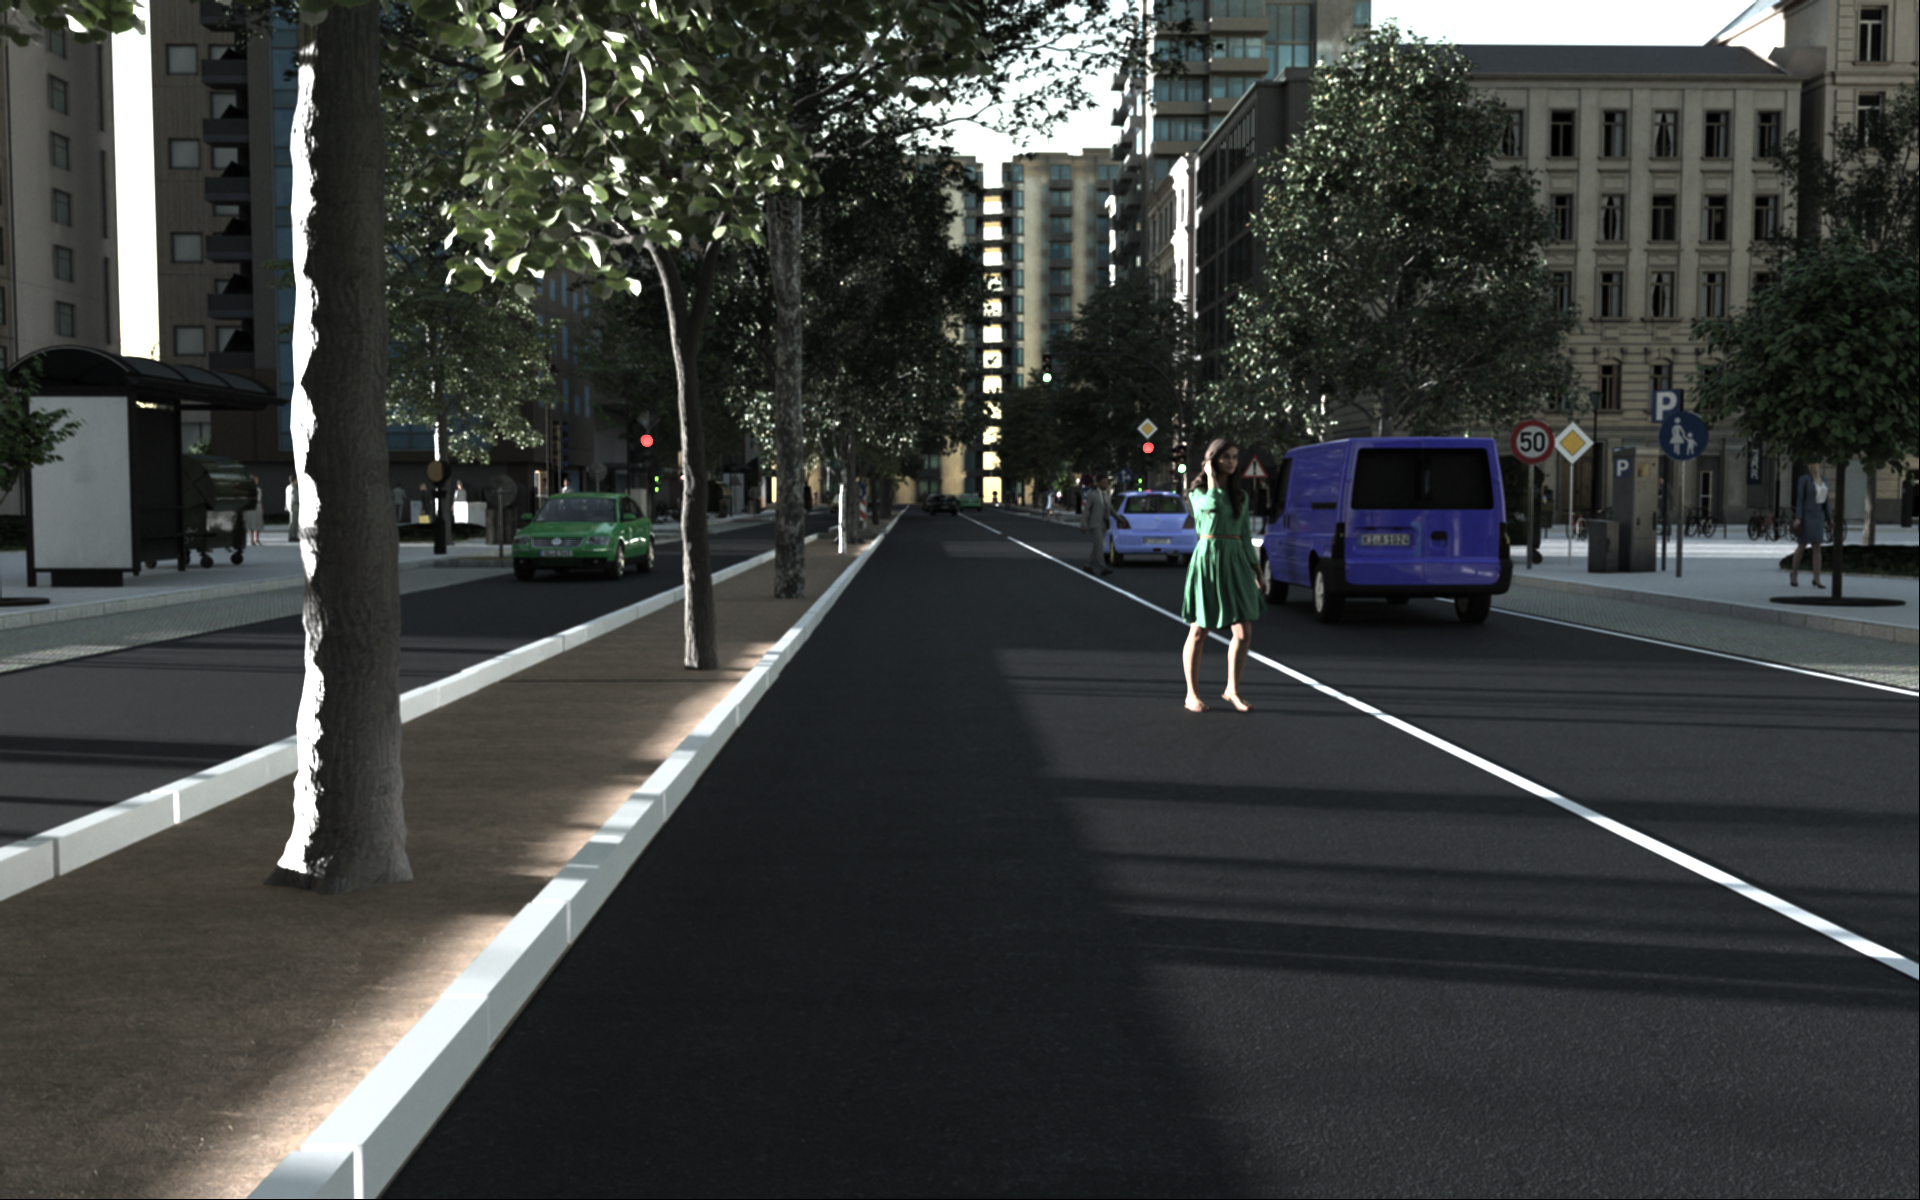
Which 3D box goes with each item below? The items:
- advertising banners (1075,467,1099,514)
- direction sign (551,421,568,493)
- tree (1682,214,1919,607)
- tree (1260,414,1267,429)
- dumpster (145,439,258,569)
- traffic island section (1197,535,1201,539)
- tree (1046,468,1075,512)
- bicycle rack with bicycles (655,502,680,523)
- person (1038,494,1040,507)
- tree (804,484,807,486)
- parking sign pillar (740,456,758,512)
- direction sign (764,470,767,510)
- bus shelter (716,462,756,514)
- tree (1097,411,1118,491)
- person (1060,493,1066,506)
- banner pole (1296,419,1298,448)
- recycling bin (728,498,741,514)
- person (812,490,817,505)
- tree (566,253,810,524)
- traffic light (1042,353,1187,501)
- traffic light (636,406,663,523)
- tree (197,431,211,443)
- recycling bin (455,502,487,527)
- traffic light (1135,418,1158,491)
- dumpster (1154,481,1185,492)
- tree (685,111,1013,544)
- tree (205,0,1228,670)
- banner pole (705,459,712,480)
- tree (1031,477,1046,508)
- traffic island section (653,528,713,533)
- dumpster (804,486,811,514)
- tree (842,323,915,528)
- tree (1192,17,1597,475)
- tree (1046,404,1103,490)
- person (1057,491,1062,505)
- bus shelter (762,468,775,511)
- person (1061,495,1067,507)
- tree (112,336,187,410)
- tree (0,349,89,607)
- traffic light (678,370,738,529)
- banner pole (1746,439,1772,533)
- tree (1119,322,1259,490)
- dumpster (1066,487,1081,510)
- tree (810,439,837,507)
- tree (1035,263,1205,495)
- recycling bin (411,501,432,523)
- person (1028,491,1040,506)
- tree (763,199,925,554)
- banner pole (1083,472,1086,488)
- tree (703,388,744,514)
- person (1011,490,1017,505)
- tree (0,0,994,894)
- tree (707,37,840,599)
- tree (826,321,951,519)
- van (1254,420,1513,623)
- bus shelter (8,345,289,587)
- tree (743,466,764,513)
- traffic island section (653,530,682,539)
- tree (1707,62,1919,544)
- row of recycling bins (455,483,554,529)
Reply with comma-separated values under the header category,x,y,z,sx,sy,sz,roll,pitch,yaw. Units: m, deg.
category,x,y,z,sx,sy,sz,roll,pitch,yaw
advertising banners,8.143,-6.990,110.474,2.074,3.025,0.090,-3,4,-37
direction sign,-12.426,-3.783,53.857,0.379,3.537,0.876,1,4,19
tree,10.409,-2.235,20.253,4.285,4.588,4.351,0,3,0
tree,13.570,-8.323,86.449,4.360,8.622,3.978,0,3,0
dumpster,-13.509,-1.717,30.566,1.502,2.255,1.985,0,4,-1
traffic island section,7.125,-2.070,56.122,2.009,0.180,2.903,0,4,-1
tree,7.761,-8.097,126.982,1.663,3.219,1.824,0,3,0
bicycle rack with bicycles,-13.465,-3.976,78.382,2.925,0.926,2.852,2,4,26
person,7.204,-9.509,162.442,0.541,1.710,0.530,1,4,23
tree,-15.582,-10.480,165.946,1.663,3.219,1.824,0,3,0
parking sign pillar,-15.056,-8.252,123.390,1.447,3.967,1.447,-1,4,-18
direction sign,-15.613,-8.954,138.389,0.379,3.537,0.876,-1,4,-9
bus shelter,-14.639,-7.318,113.576,2.014,3.302,5.546,0,4,-1
tree,11.392,-9.805,110.675,4.360,8.622,3.978,0,3,0
person,10.783,-10.360,178.651,0.991,1.433,0.599,-1,4,-20
banner pole,9.593,-3.626,49.302,0.401,3.779,0.863,1,4,16
recycling bin,-14.213,-5.913,109.226,0.722,1.027,0.722,-1,4,-18
person,-17.592,-12.429,209.712,0.568,1.767,0.683,1,4,8
tree,-13.102,-9.064,73.956,9.928,11.665,9.643,0,3,0
traffic light,4.996,-4.963,55.815,4.771,5.953,1.251,0,4,-1
traffic light,-9.971,-4.077,55.578,0.839,4.253,0.868,0,4,-1
tree,-37.042,-6.272,86.260,4.285,4.588,4.351,0,3,0
recycling bin,-15.249,-2.535,54.009,0.722,1.027,0.722,3,4,38
traffic light,6.891,-4.591,63.990,0.839,4.253,0.868,0,4,-1
dumpster,9.684,-4.533,79.869,1.264,1.857,1.865,0,4,-1
tree,-3.194,-7.966,49.712,9.611,12.733,9.660,0,3,0
tree,-2.086,-4.726,14.139,8.767,10.594,7.601,0,4,-1
banner pole,-15.774,-7.235,108.310,0.401,3.779,0.863,2,4,31
tree,7.367,-10.142,160.415,1.663,3.219,1.824,0,3,0
traffic island section,-10.205,-2.533,63.694,2.009,0.180,2.903,0,4,-1
dumpster,-11.517,-7.188,122.473,1.985,2.255,1.502,0,4,-2
tree,-3.547,-6.854,64.876,4.737,8.622,4.395,0,3,0
tree,10.476,-7.640,41.914,9.611,12.733,9.660,0,3,0
tree,8.281,-10.368,119.878,4.737,8.622,4.395,0,3,0
person,11.565,-11.807,200.021,0.436,1.711,0.756,-3,4,-36
bus shelter,-15.218,-8.409,131.408,2.014,3.302,5.546,0,4,-1
person,10.588,-10.164,175.483,0.557,1.426,1.065,-3,5,-41
tree,-37.843,-7.932,80.049,4.360,8.622,3.978,0,3,0
tree,-11.301,-1.556,20.046,1.663,3.219,1.824,0,3,0
traffic light,-8.076,-5.442,63.646,4.771,5.953,1.251,0,4,-1
banner pole,26.397,-4.107,57.172,0.863,3.779,0.401,2,4,29
tree,9.876,-7.632,75.145,4.360,8.622,3.978,0,3,0
dumpster,8.964,-7.938,135.536,1.264,1.857,1.865,0,4,-1
tree,-14.569,-13.841,152.054,9.928,11.665,9.643,0,3,0
tree,8.905,-11.598,96.279,9.857,13.997,8.962,0,3,0
recycling bin,-20.284,-3.222,65.226,0.722,1.027,0.722,-1,4,-15
person,8.032,-11.122,187.869,1.348,1.826,0.705,0,4,-2
tree,-2.819,-5.411,41.286,4.360,8.622,3.978,0,3,0
banner pole,8.830,-8.162,123.468,0.401,3.779,0.863,-1,4,-20
tree,-14.495,-9.340,103.079,4.737,8.622,4.395,0,3,0
person,6.627,-12.590,212.336,0.683,1.767,0.568,-2,4,-30
tree,-2.372,-5.251,6.440,7.486,12.596,7.792,0,3,0
tree,-3.571,-10.132,24.000,12.611,20.169,13.585,0,3,0
tree,-4.705,-12.249,109.376,9.857,13.997,8.962,0,3,0
van,4.932,-1.011,20.922,2.240,2.365,5.245,0,4,0
bus shelter,-12.197,-1.983,26.341,2.014,3.302,5.546,0,4,-1
tree,-14.337,-7.632,119.382,1.663,3.219,1.824,0,3,0
traffic island section,-10.011,-2.045,55.711,2.009,0.180,2.903,0,4,-1
tree,19.948,-6.279,37.082,7.601,10.594,8.767,0,3,0
row of recycling bins,-16.722,-3.462,63.713,3.534,1.692,1.069,-2,4,-25
